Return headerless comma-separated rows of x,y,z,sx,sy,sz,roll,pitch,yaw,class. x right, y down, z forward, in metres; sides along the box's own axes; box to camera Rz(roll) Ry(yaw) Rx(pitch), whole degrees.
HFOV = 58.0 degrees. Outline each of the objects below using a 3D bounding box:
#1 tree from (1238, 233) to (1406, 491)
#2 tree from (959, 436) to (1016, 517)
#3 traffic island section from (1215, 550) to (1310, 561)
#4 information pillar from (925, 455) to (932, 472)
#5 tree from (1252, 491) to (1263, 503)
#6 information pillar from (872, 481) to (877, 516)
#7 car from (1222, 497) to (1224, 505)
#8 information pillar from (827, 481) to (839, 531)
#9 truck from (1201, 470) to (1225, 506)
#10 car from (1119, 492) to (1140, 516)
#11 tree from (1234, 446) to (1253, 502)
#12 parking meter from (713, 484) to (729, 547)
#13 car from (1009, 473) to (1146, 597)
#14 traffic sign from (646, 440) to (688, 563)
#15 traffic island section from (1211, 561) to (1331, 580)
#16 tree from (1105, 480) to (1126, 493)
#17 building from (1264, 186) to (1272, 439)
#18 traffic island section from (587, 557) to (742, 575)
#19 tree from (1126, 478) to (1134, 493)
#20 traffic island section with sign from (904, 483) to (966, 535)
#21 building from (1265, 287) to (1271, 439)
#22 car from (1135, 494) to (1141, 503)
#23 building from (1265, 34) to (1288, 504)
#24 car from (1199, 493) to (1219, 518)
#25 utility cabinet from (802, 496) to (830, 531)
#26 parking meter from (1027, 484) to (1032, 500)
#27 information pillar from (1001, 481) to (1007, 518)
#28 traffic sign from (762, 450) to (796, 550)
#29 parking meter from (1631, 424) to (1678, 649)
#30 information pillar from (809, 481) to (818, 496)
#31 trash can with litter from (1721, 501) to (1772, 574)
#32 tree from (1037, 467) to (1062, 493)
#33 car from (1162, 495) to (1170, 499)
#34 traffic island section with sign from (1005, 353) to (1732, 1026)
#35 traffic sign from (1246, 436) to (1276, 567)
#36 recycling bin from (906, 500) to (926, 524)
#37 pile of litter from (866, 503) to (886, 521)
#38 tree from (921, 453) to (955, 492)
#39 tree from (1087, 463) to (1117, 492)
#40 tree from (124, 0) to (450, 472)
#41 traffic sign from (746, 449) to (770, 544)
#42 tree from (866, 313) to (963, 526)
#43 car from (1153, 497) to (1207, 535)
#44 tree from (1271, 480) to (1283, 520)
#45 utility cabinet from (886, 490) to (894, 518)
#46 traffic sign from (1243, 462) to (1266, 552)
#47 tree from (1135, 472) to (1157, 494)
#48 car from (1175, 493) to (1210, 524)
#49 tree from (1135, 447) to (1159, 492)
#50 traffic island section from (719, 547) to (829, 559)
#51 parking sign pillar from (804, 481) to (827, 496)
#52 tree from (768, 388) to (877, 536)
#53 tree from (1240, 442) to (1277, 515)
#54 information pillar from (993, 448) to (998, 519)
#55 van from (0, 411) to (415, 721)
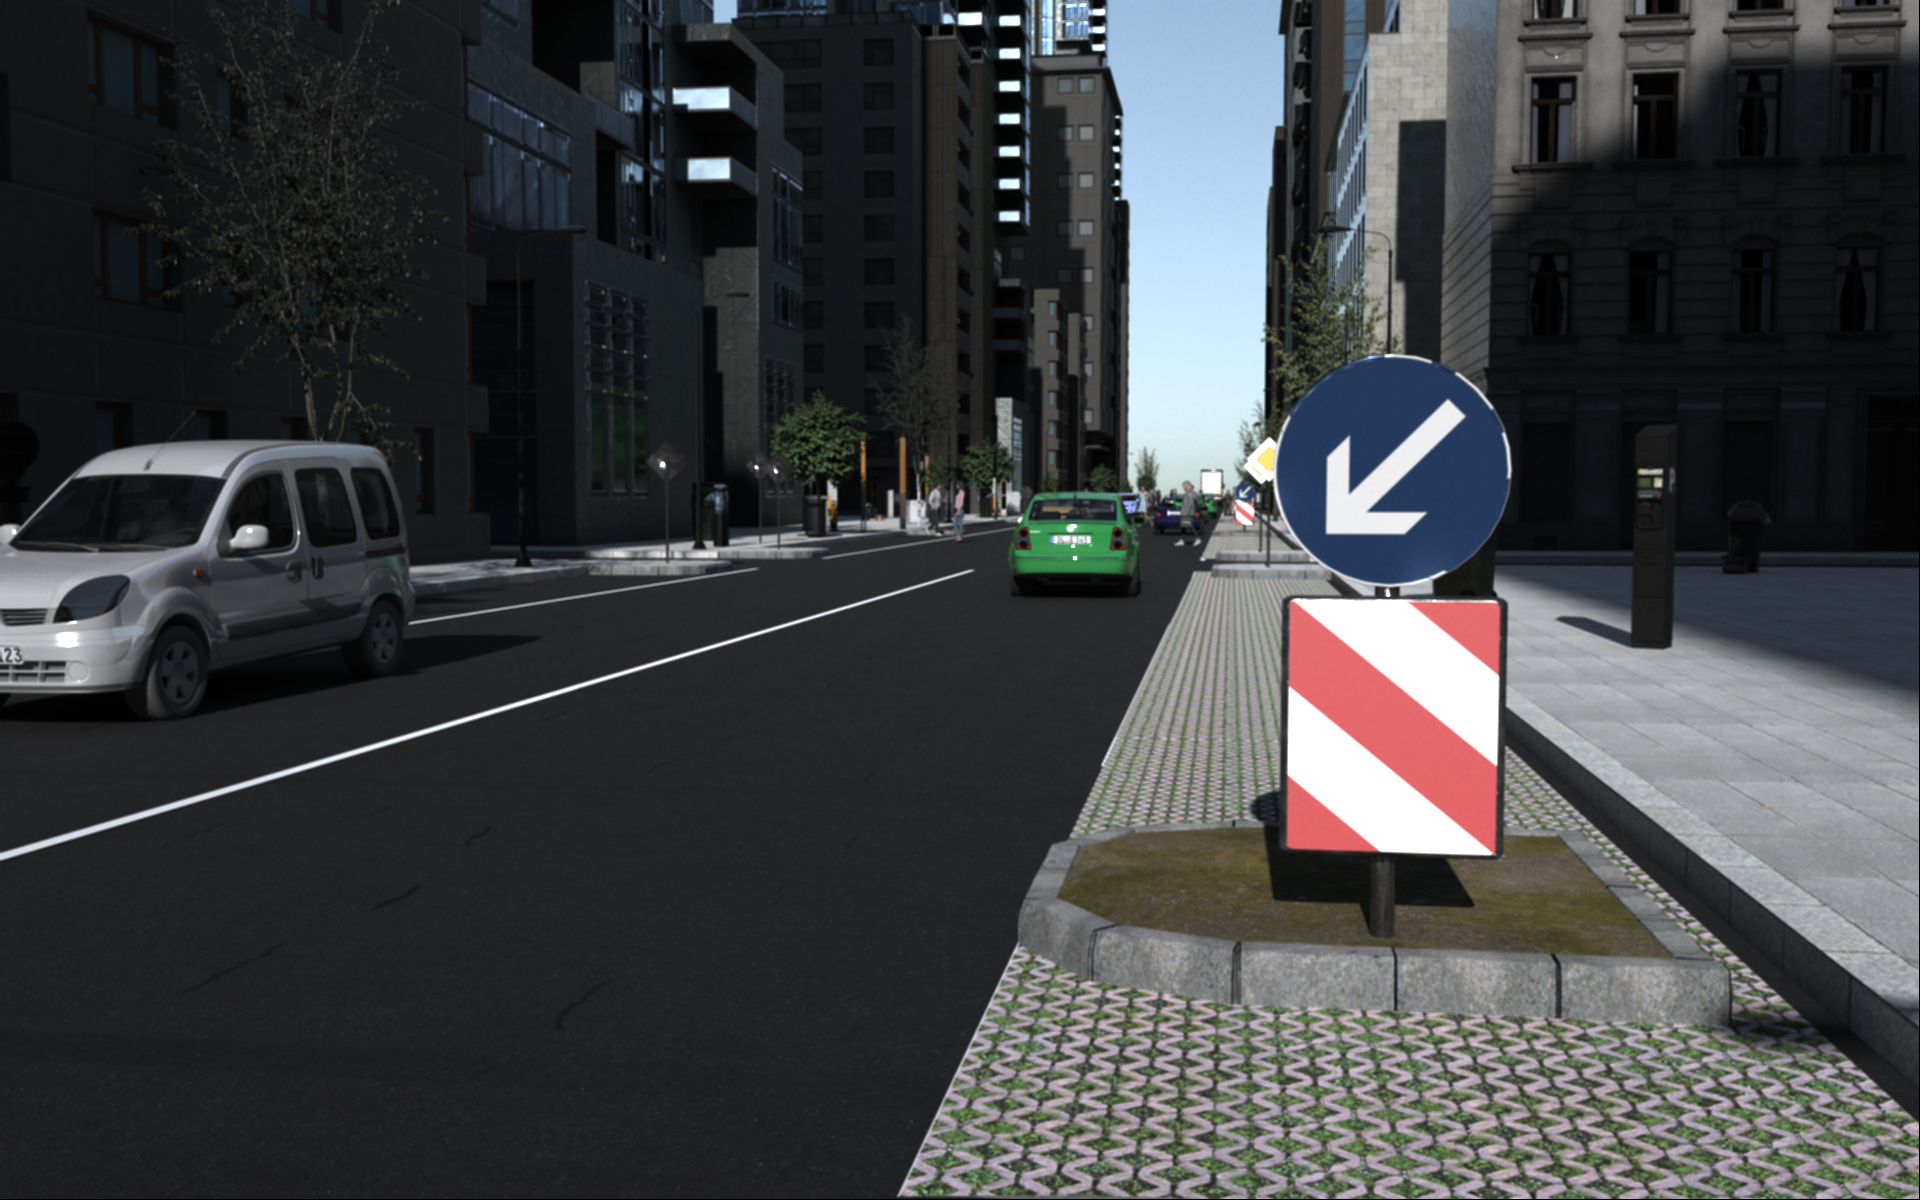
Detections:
10.511,-5.997,48.408,4.737,8.622,4.395,0,3,0,tree
1.594,-6.948,97.308,4.285,4.588,4.351,0,3,0,tree
6.660,-0.977,38.254,2.009,0.180,2.903,1,4,9,traffic island section
-1.809,-6.677,100.515,0.504,3.616,0.183,3,4,38,information pillar
44.057,-16.220,259.798,1.663,3.219,1.824,0,3,0,tree
-4.963,-5.877,100.584,0.304,2.012,0.304,-1,4,-9,information pillar
33.053,-12.937,223.519,2.014,1.417,4.499,0,4,7,car
-4.412,-4.199,60.005,0.183,3.616,0.504,-3,4,-37,information pillar
29.791,-13.195,204.649,2.839,4.237,11.283,1,4,9,truck
11.145,-6.537,116.466,1.945,1.707,3.694,1,4,11,car
43.825,-19.157,263.582,4.360,8.622,3.978,0,3,0,tree
-5.841,-2.075,42.335,0.372,1.533,0.369,0,3,0,parking meter
1.758,-1.026,25.578,1.959,1.807,4.718,0,4,7,car
-5.410,-1.734,31.999,0.795,2.450,0.064,1,4,9,traffic sign
5.424,-0.494,30.364,2.009,0.180,2.903,1,4,9,traffic island section
16.380,-11.676,185.503,1.663,3.219,1.824,0,3,0,tree
56.264,-38.706,256.539,21.300,48.544,21.600,1,4,9,building
-5.435,-0.598,32.065,2.009,0.180,2.903,1,4,9,traffic island section
20.095,-13.005,207.236,1.663,3.219,1.824,0,3,0,tree
-0.828,-3.229,61.416,1.989,1.847,2.006,1,4,9,traffic island section with sign
49.441,-28.649,240.119,14.160,30.474,14.107,1,4,9,building
18.370,-10.571,182.619,2.009,1.686,4.222,1,4,9,car
49.600,-47.890,221.245,20.563,71.187,20.611,1,4,9,building
14.732,-5.890,105.095,1.959,1.807,4.718,0,4,8,car
-5.033,-3.034,60.762,1.020,1.237,0.306,-3,5,-39,utility cabinet
4.200,-6.099,105.431,0.255,1.863,0.399,2,4,29,parking meter
2.383,-5.506,94.513,0.304,2.012,0.304,0,4,-2,information pillar
-4.174,-2.217,39.889,0.795,2.450,0.064,1,4,9,traffic sign
5.785,-0.533,14.432,0.255,1.863,0.399,2,4,35,parking meter
-6.632,-4.519,78.379,0.304,2.012,0.304,-2,4,-27,information pillar
12.737,-1.022,28.094,0.624,1.170,1.055,2,4,34,trash can with litter
6.310,-7.951,124.593,1.663,3.219,1.824,0,3,0,tree
25.891,-12.290,213.523,1.945,1.354,3.894,1,4,8,car
1.237,0.178,5.710,1.989,1.847,2.006,1,4,9,traffic island section with sign
5.399,-1.630,30.291,0.795,2.450,0.064,1,4,9,traffic sign
-1.880,-3.772,74.233,0.722,1.027,0.722,-1,4,-15,recycling bin
-4.167,-4.313,84.484,1.176,0.858,1.719,3,5,40,pile of litter
-1.040,-5.309,81.396,1.663,3.219,1.824,0,3,0,tree
14.841,-12.124,181.943,4.285,4.588,4.351,0,3,0,tree
-8.849,-4.479,23.601,4.360,8.622,3.978,0,3,0,tree
-5.175,-2.672,44.871,0.795,2.450,0.064,1,4,13,traffic sign
-1.670,-7.294,69.615,4.360,8.622,3.978,0,3,0,tree
7.855,-3.019,61.947,1.945,1.354,3.894,1,4,9,car
16.598,-5.634,86.724,1.663,3.219,1.824,0,3,0,tree
-3.757,-5.115,92.307,0.318,1.500,1.173,0,4,-8,utility cabinet
6.636,-2.112,38.180,0.795,2.450,0.064,1,4,9,traffic sign
27.097,-16.478,253.125,4.285,4.588,4.351,0,3,0,tree
11.320,-4.688,85.444,1.959,1.807,4.718,1,4,10,car
28.763,-19.238,264.903,4.737,8.622,4.395,0,3,0,tree
-4.198,-1.081,39.954,2.009,0.180,2.903,1,4,9,traffic island section
-6.979,-5.733,82.203,1.447,3.967,1.447,0,4,-4,parking sign pillar
-4.271,-4.281,53.700,4.285,4.588,4.351,0,3,0,tree
19.866,-7.643,108.673,4.285,4.588,4.351,0,3,0,tree
1.788,-5.889,87.636,0.183,3.616,0.504,1,4,13,information pillar
-5.530,-0.327,12.365,2.013,2.044,4.112,1,4,10,van
